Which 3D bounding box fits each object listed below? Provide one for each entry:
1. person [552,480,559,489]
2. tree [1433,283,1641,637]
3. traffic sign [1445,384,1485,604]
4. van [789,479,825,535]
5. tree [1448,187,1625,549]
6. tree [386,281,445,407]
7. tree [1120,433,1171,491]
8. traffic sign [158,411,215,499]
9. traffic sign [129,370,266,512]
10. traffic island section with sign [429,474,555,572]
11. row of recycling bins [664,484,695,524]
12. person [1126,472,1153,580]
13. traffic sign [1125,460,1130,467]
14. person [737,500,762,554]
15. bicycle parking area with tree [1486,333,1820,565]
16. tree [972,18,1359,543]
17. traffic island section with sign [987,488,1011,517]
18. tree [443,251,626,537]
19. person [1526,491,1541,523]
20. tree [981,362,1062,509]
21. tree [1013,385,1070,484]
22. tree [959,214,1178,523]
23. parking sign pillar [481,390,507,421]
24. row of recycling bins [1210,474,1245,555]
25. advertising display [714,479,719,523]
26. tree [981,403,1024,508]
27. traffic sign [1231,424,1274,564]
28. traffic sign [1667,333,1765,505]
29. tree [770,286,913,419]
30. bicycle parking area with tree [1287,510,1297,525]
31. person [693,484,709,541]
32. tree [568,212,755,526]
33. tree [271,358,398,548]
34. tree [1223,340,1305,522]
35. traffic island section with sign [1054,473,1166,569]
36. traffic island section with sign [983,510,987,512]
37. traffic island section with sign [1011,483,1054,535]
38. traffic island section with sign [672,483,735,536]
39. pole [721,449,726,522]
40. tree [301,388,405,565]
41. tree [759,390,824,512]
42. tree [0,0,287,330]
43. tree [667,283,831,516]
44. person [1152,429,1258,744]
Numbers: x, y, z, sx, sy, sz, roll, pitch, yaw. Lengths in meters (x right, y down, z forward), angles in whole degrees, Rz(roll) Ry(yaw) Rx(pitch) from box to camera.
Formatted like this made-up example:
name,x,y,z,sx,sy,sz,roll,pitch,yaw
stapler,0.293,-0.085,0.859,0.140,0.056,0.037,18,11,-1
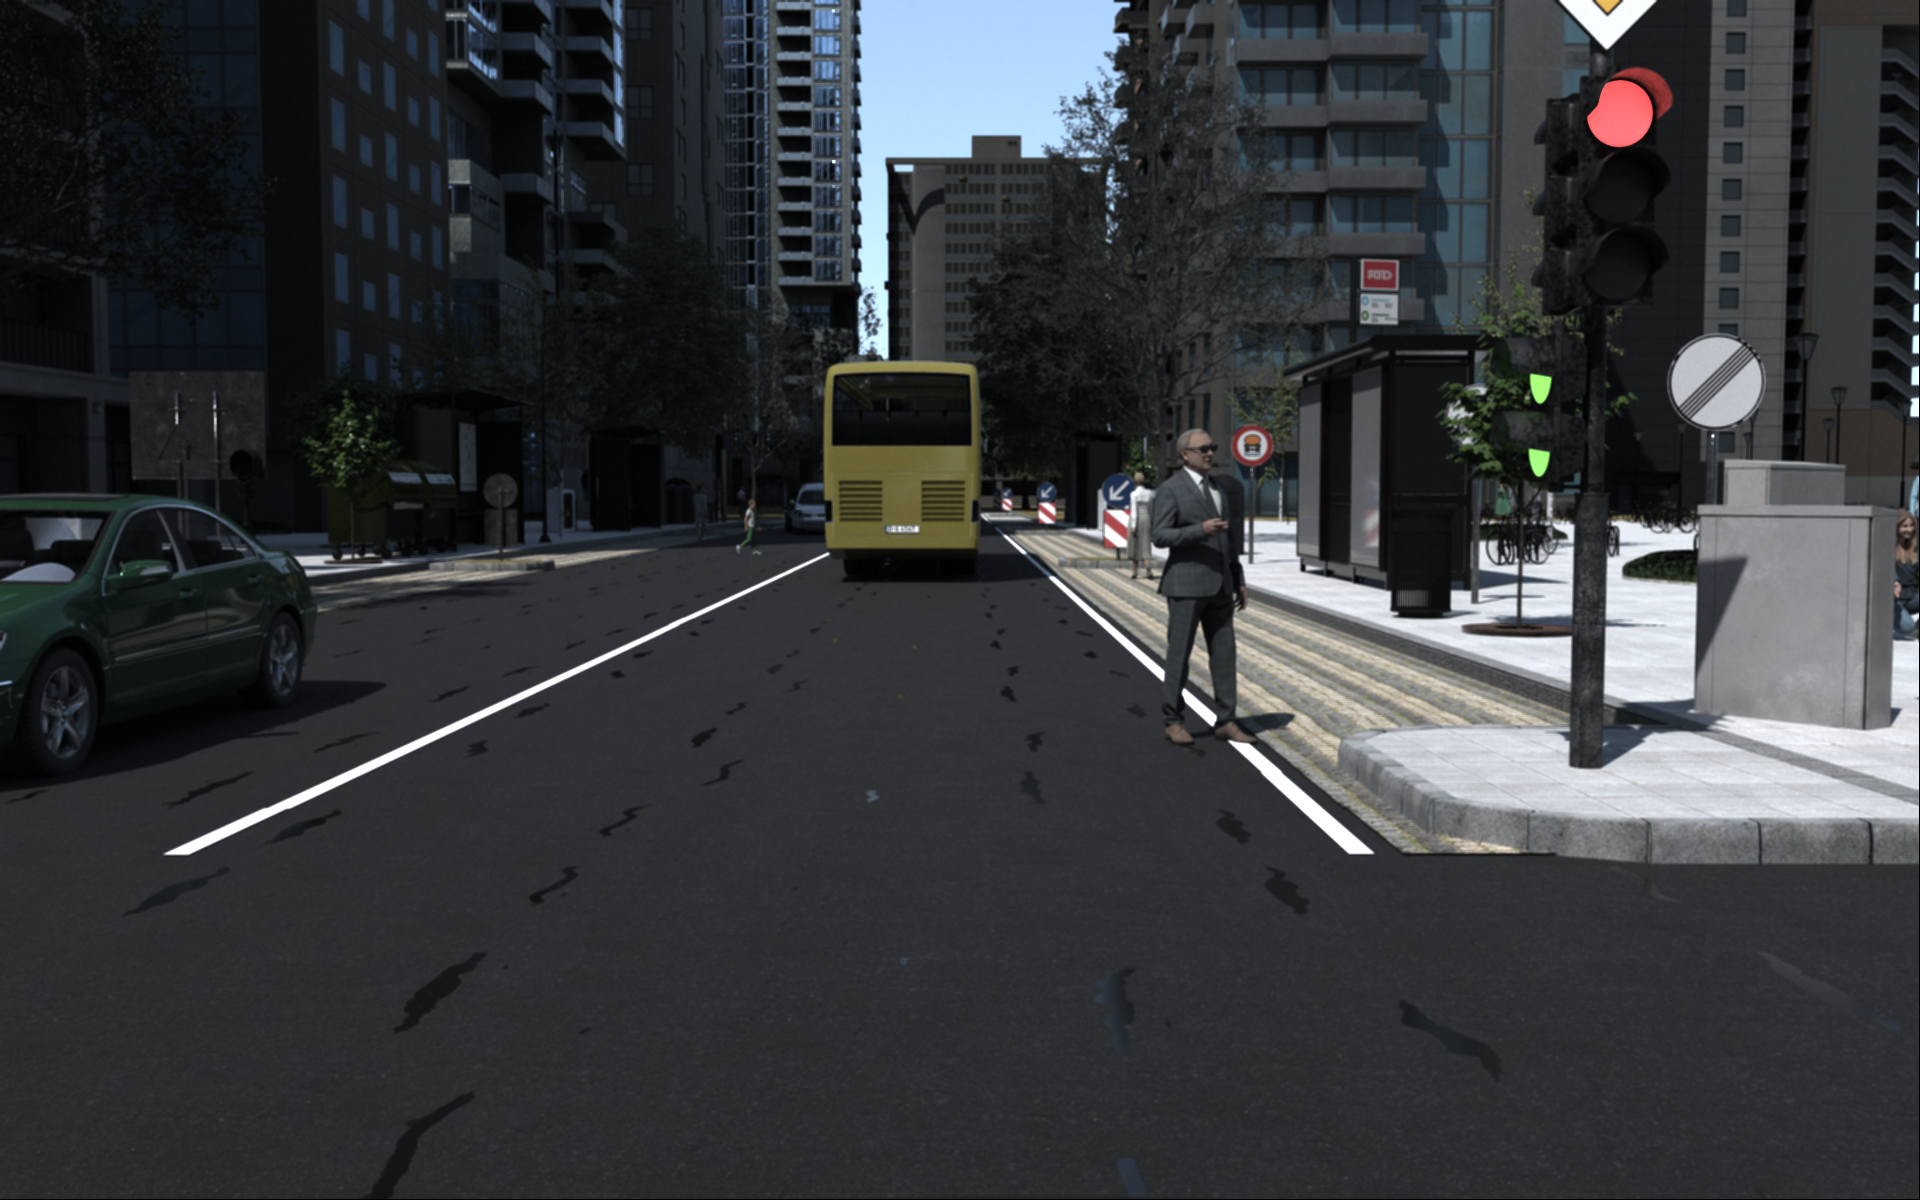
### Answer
name,x,y,z,sx,sy,sz,roll,pitch,yaw
person,-14.551,-3.427,62.305,0.641,1.798,0.478,0,4,4
tree,5.149,-1.312,16.054,1.663,3.219,1.824,0,3,0
traffic sign,6.022,-1.228,20.183,0.768,2.556,0.104,0,4,6
van,-5.095,-3.386,62.371,2.013,2.044,4.112,0,4,-1
tree,13.774,-5.514,40.522,4.737,8.622,4.395,0,3,0
tree,-17.449,-6.673,59.465,4.737,8.622,4.395,0,3,0
tree,5.695,-3.716,55.358,1.663,3.219,1.824,0,3,0
traffic sign,-12.109,-1.658,27.111,0.884,2.594,0.081,0,4,2
traffic sign,-12.563,-2.121,28.554,2.265,3.308,0.079,0,4,3
traffic island section with sign,-8.774,-1.475,32.749,1.989,1.847,2.006,0,3,0
row of recycling bins,-12.560,-4.075,73.737,1.069,1.692,3.534,2,4,31
person,3.040,-1.234,28.902,0.478,1.798,0.641,-1,4,-15
traffic sign,6.461,-4.041,66.068,0.884,2.594,0.081,0,4,8
person,-5.018,-1.739,41.180,0.590,1.304,0.306,0,4,-6
bicycle parking area with tree,13.247,-2.801,32.798,9.016,4.147,8.231,-3,4,-36
tree,5.265,-8.281,45.762,12.009,13.543,11.850,0,3,0
traffic island section with sign,2.855,-6.195,109.909,1.989,1.847,2.006,0,3,0
tree,-12.221,-6.205,51.815,4.737,8.622,4.395,0,3,0
person,18.306,-2.997,55.144,0.850,1.850,0.679,0,4,-1
tree,5.557,-14.050,146.720,9.611,12.733,9.660,0,3,0
tree,5.105,-9.469,105.188,4.360,8.622,3.978,0,3,0
tree,4.863,-10.413,76.909,9.857,13.997,8.962,0,3,0
parking sign pillar,-12.360,-3.498,45.657,1.447,3.967,1.447,-2,4,-33
row of recycling bins,5.404,-1.878,37.817,1.069,1.692,3.534,0,4,-4
advertising display,-10.699,-4.331,76.019,0.123,1.923,0.974,-1,4,-12
tree,5.770,-14.269,159.048,9.928,11.665,9.643,0,3,0
traffic sign,5.346,-1.935,31.746,0.768,2.556,0.104,0,4,5
traffic sign,6.003,-0.840,13.843,0.768,2.556,0.104,0,4,2
tree,-10.529,-18.433,157.273,12.611,20.169,13.585,0,3,0
bicycle parking area with tree,18.345,-5.171,71.545,8.231,4.147,9.016,-1,4,-22
person,-7.890,-2.666,52.831,0.466,1.731,0.760,-1,4,-12
tree,-11.798,-9.310,70.343,7.486,12.596,7.792,0,3,0
tree,-14.911,-3.565,42.006,4.285,4.588,4.351,0,3,0
tree,14.602,-7.922,79.889,4.737,8.622,4.395,0,3,0
traffic island section with sign,2.939,-1.547,33.927,1.989,1.847,2.006,0,3,0
traffic island section with sign,2.818,-7.843,136.864,1.989,1.847,2.006,0,3,0
traffic island section with sign,2.906,-3.196,60.883,1.989,1.847,2.006,0,3,0
traffic island section with sign,-8.803,-3.124,59.704,1.989,1.847,2.006,0,3,0
pole,-10.702,-5.175,78.448,0.158,3.312,0.155,0,3,0
tree,-11.351,-2.283,31.928,1.663,3.219,1.824,0,3,0
tree,-12.071,-10.387,120.183,4.360,8.622,3.978,0,3,0
tree,-11.989,-5.260,20.420,7.601,10.594,8.767,2,4,33
tree,-11.850,-11.615,100.280,12.009,13.543,11.850,0,3,0
person,1.420,-0.075,9.899,0.661,1.801,0.590,-3,4,-36
